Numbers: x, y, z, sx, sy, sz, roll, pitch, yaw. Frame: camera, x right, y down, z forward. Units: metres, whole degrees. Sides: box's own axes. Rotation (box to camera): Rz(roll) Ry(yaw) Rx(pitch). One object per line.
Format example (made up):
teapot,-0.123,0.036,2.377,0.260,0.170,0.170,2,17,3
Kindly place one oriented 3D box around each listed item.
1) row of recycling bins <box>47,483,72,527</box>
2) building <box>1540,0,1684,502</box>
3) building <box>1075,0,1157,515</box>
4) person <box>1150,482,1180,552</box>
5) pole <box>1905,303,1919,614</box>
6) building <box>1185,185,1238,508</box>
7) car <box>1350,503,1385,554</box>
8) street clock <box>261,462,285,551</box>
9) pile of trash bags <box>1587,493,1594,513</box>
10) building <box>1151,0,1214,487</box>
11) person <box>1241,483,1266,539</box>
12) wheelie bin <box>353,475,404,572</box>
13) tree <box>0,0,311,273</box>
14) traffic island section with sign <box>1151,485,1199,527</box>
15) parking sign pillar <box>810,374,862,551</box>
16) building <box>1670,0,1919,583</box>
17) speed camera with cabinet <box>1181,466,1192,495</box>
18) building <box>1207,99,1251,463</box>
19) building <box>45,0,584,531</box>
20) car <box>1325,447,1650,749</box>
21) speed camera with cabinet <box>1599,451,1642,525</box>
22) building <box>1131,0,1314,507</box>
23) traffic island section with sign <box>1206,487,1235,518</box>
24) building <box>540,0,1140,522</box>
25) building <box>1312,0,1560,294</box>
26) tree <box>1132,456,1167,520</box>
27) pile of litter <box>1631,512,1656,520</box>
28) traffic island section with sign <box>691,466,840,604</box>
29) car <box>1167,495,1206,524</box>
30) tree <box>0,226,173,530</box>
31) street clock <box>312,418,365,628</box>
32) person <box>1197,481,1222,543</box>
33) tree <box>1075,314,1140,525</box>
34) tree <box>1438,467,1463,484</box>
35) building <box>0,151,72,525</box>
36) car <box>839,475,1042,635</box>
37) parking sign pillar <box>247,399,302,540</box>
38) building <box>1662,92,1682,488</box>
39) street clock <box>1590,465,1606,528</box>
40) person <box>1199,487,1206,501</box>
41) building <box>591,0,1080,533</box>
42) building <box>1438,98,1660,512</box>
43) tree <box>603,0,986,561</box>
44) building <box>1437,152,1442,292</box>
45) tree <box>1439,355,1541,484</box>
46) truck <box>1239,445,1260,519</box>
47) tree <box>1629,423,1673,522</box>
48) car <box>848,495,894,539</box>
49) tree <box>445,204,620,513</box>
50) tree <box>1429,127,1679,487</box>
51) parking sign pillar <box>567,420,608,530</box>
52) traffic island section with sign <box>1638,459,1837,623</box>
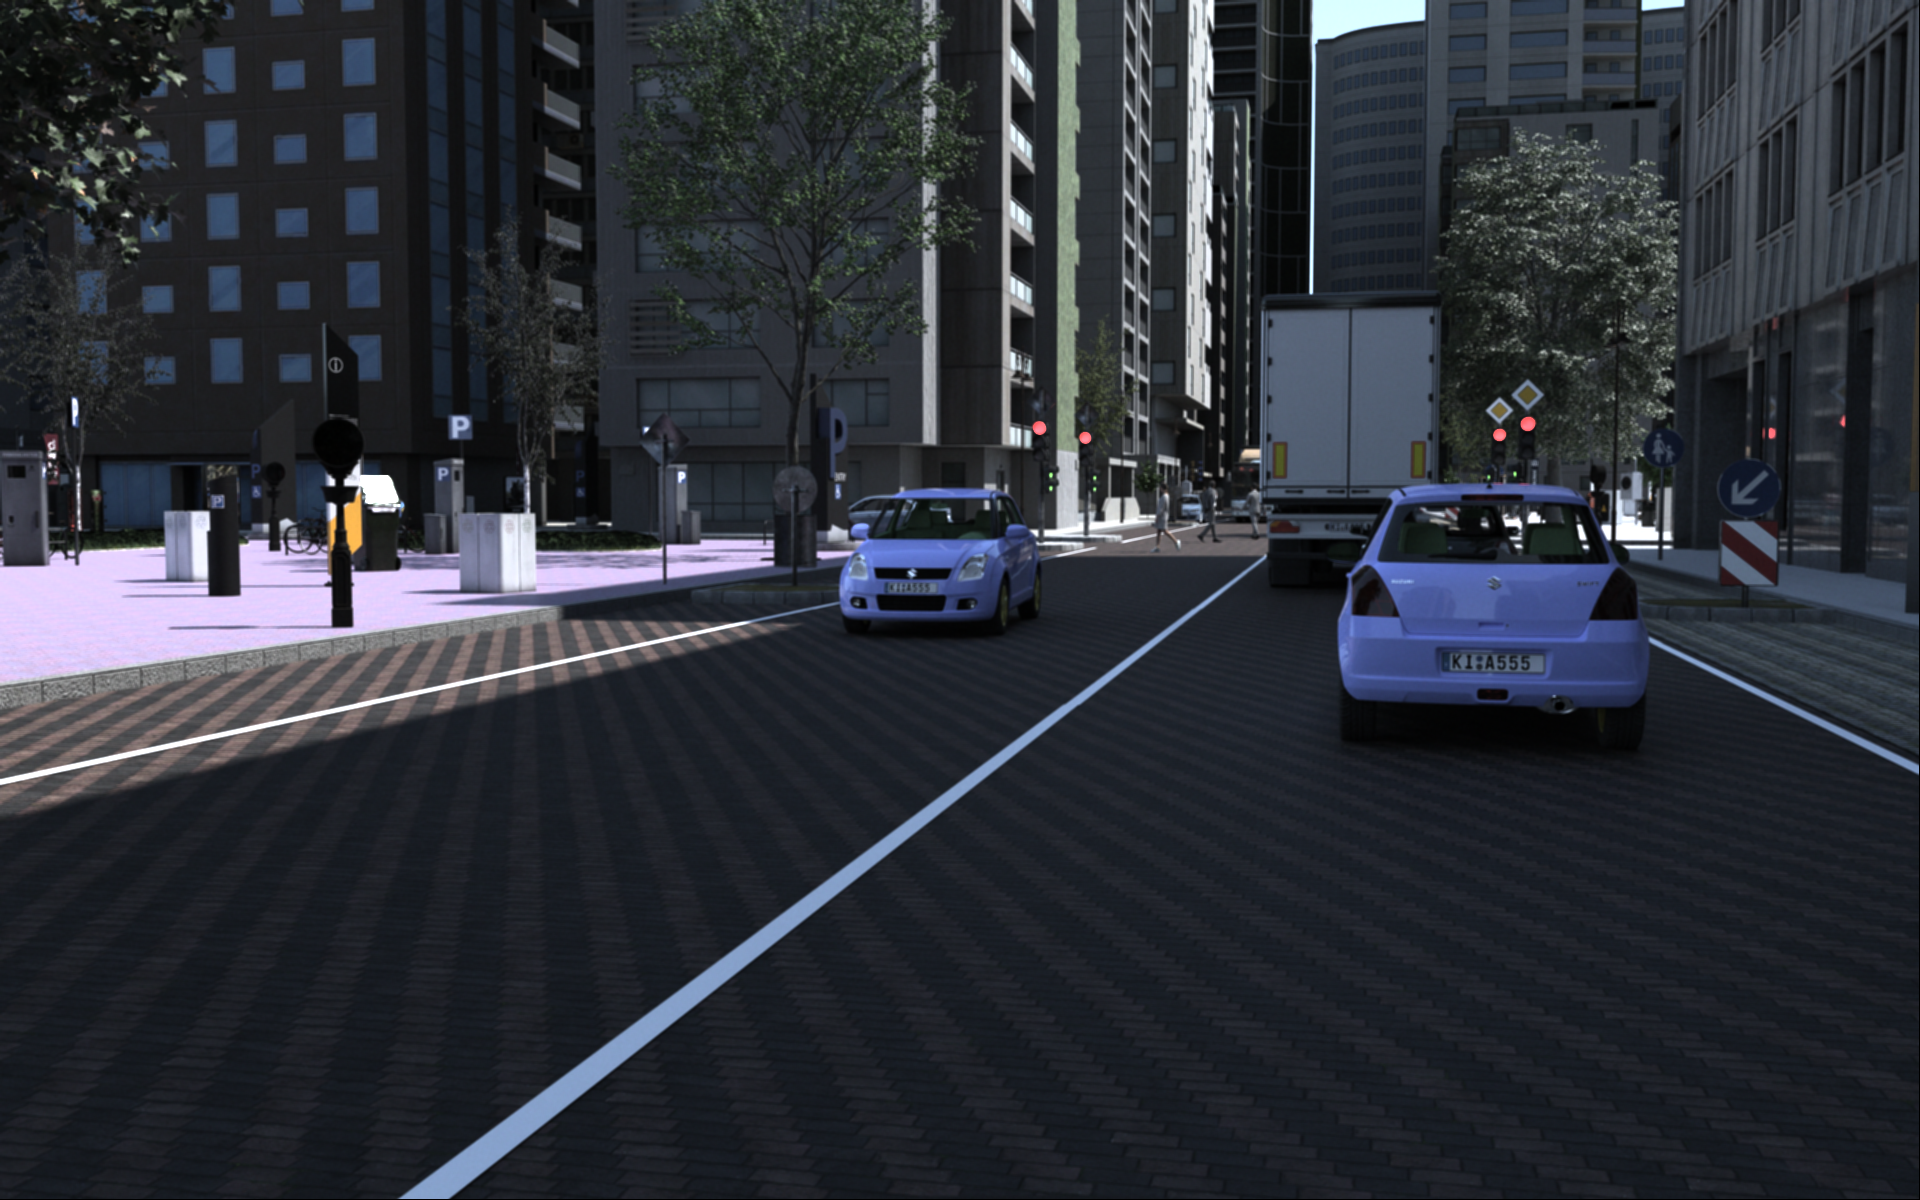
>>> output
row of recycling bins,-36.025,-3.738,68.234,3.534,1.692,1.069,2,4,26
building,85.707,-40.758,208.390,28.212,58.520,21.231,1,4,13
building,4.463,-41.517,117.058,20.563,71.187,20.611,1,4,13
person,5.059,-2.050,42.768,0.760,1.731,0.466,-1,4,-21
pole,10.302,-1.512,18.560,0.158,3.312,0.155,0,3,0
building,18.408,-23.882,162.176,14.160,30.474,14.107,1,4,13
car,5.694,-0.671,20.755,2.009,1.686,4.222,1,4,13
street clock,-15.435,-2.103,38.960,0.358,2.002,0.471,3,5,42
pile of trash bags,37.753,-6.017,108.131,3.447,1.369,1.912,0,4,-2
building,6.429,-33.833,142.405,28.713,52.752,27.495,1,4,13
person,9.327,-2.818,54.849,0.678,1.792,0.850,-1,4,-18
wheelie bin,-9.808,-1.285,28.924,0.693,1.594,0.980,3,5,43
tree,-8.275,-5.602,8.600,9.611,12.733,9.660,0,3,0
traffic island section with sign,9.634,-4.196,77.227,1.989,1.847,2.006,1,4,13
parking sign pillar,-2.968,-3.114,39.389,1.447,3.967,1.447,1,4,17
building,20.432,-12.907,29.059,12.078,24.808,19.932,1,4,13
speed camera with cabinet,16.518,-7.752,121.078,2.038,3.252,0.660,1,4,22
building,21.692,-30.088,175.533,14.154,41.232,14.086,1,4,13
building,-24.234,-25.464,66.451,14.200,45.320,14.600,1,4,13
car,3.330,-0.096,11.160,1.945,1.707,3.694,1,4,13
speed camera with cabinet,27.554,-4.775,72.400,0.660,3.252,2.038,-1,4,-22
building,33.663,-47.739,218.788,20.611,71.187,20.563,1,4,13
traffic island section with sign,15.503,-5.805,103.538,1.989,1.847,2.006,1,4,13
building,-7.464,-24.330,89.670,32.217,40.220,23.993,1,4,13
building,57.978,-41.111,214.157,28.212,58.520,21.231,1,4,13
tree,9.419,-5.666,87.239,1.663,3.219,1.824,0,3,0
pile of litter,33.648,-4.337,84.870,1.719,0.858,1.176,-1,4,-10
traffic island section with sign,-2.373,-0.910,23.500,1.989,1.847,2.006,1,4,13
car,11.065,-4.448,84.725,2.014,1.417,4.499,1,4,13
tree,-23.998,-5.923,47.197,4.360,8.622,3.978,0,3,0
street clock,-5.959,-0.739,16.657,0.471,2.002,0.358,-1,4,-16
person,7.424,-2.610,51.268,0.850,1.850,0.679,-1,4,-17
tree,5.360,-7.422,71.719,4.737,8.622,4.395,0,3,0
tree,31.466,-7.160,111.667,1.663,3.219,1.824,0,3,0
building,-51.753,-32.710,76.810,28.212,58.520,21.231,1,4,13
car,-0.148,-0.568,18.872,1.945,1.707,3.694,1,4,11
parking sign pillar,-19.342,-3.688,48.776,1.447,3.967,1.447,1,4,22
building,82.360,-32.449,180.659,14.200,45.320,14.600,1,4,13
street clock,15.775,-2.342,42.858,0.358,2.002,0.471,0,4,-1
person,12.794,-5.020,90.849,0.520,1.790,0.573,1,4,15
building,-3.731,-23.092,61.156,14.154,41.232,14.086,1,4,13
building,44.232,-21.987,131.182,14.160,30.474,14.107,1,4,13
tree,-3.117,-6.566,33.109,9.928,11.665,9.643,0,3,0
building,47.042,-22.831,144.984,14.160,30.474,14.107,1,4,13
tree,25.931,-8.094,82.704,4.737,8.622,4.395,0,3,0
truck,17.859,-6.915,101.970,2.839,4.237,11.283,1,4,13
tree,32.684,-5.889,79.994,4.285,4.588,4.351,0,3,0
car,-2.435,-2.335,50.174,4.499,1.417,2.014,1,4,11
tree,-11.090,-5.797,45.139,4.360,8.622,3.978,0,3,0
tree,20.461,-9.343,59.421,9.857,13.997,8.962,0,3,0
parking sign pillar,-13.447,-4.519,62.364,1.447,3.967,1.447,0,4,8
traffic island section with sign,8.898,-0.707,20.185,1.989,1.847,2.006,1,4,13
